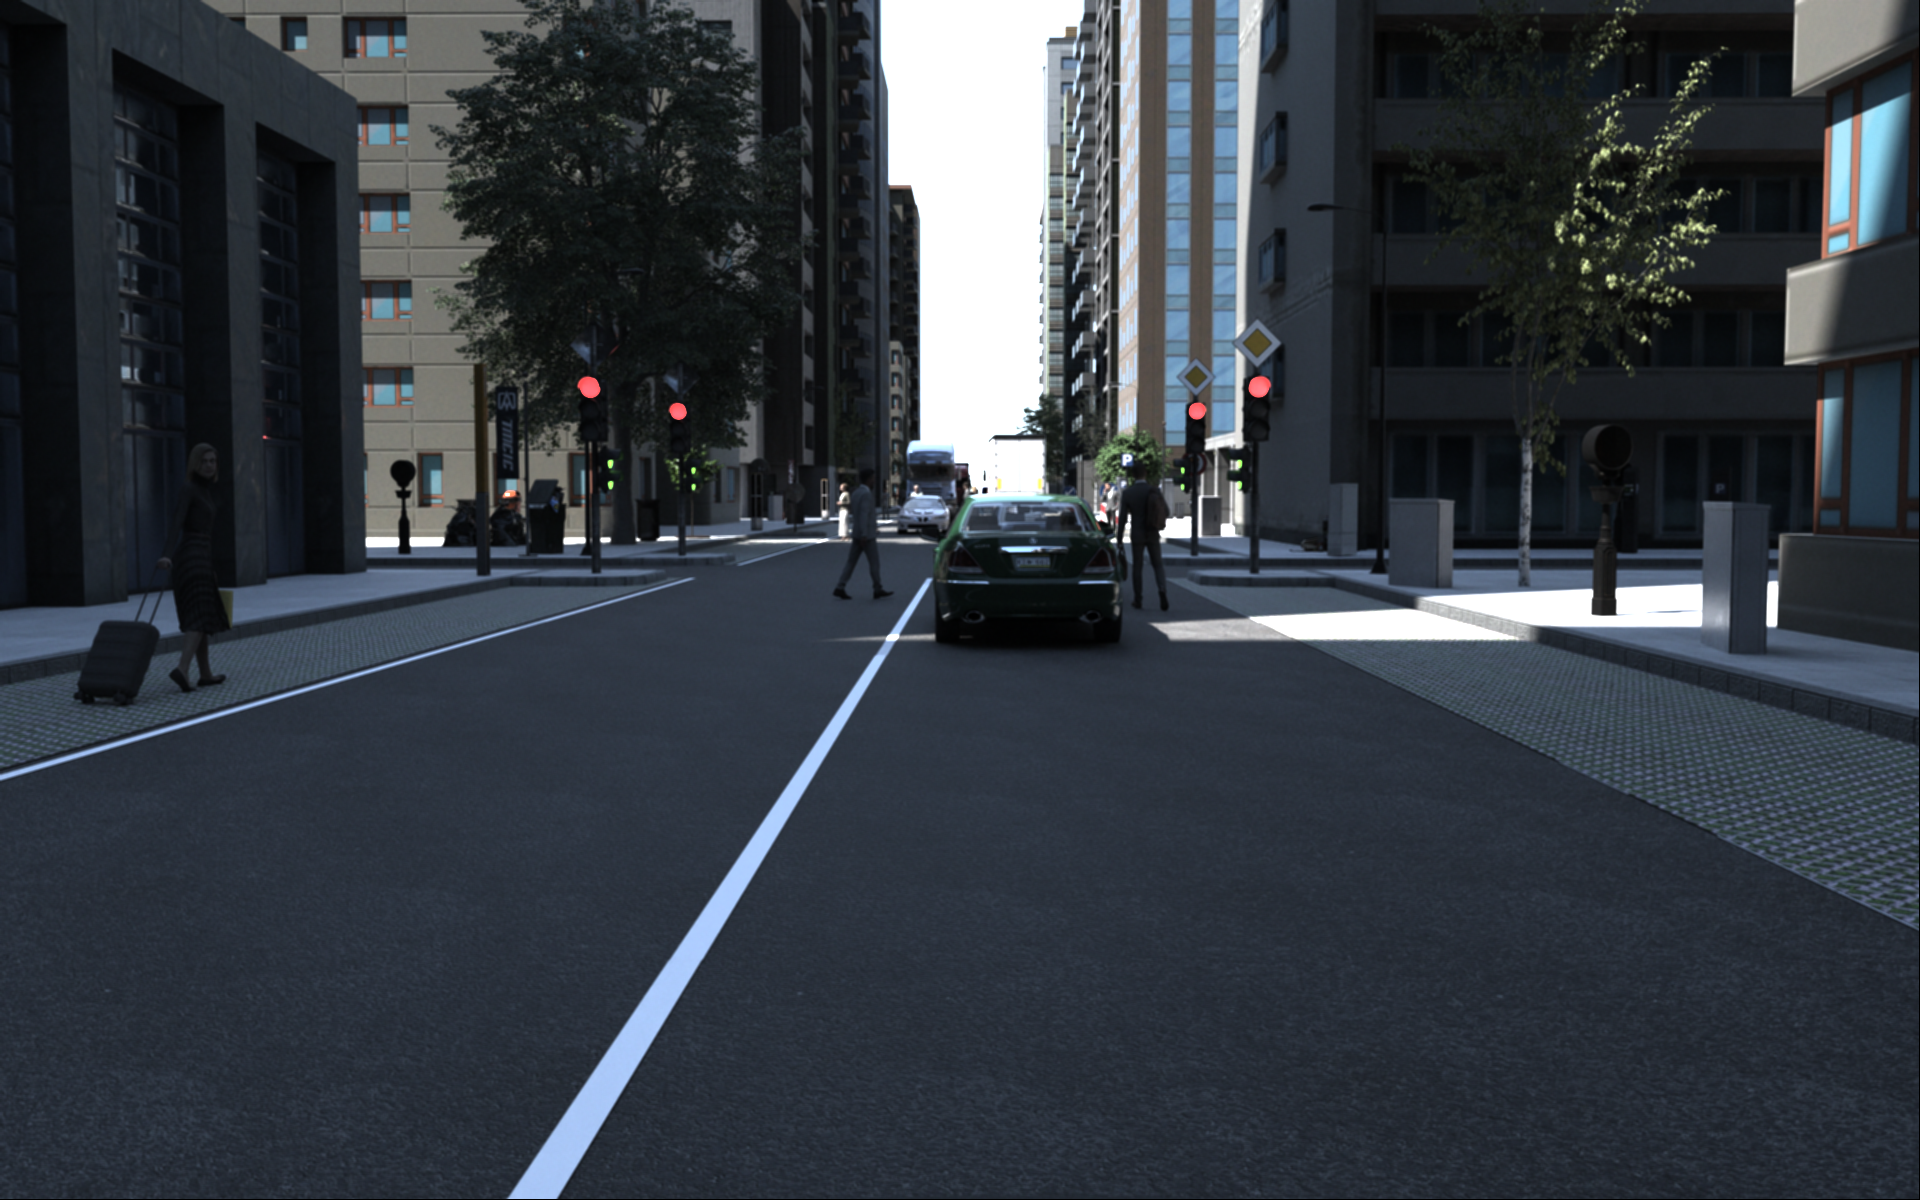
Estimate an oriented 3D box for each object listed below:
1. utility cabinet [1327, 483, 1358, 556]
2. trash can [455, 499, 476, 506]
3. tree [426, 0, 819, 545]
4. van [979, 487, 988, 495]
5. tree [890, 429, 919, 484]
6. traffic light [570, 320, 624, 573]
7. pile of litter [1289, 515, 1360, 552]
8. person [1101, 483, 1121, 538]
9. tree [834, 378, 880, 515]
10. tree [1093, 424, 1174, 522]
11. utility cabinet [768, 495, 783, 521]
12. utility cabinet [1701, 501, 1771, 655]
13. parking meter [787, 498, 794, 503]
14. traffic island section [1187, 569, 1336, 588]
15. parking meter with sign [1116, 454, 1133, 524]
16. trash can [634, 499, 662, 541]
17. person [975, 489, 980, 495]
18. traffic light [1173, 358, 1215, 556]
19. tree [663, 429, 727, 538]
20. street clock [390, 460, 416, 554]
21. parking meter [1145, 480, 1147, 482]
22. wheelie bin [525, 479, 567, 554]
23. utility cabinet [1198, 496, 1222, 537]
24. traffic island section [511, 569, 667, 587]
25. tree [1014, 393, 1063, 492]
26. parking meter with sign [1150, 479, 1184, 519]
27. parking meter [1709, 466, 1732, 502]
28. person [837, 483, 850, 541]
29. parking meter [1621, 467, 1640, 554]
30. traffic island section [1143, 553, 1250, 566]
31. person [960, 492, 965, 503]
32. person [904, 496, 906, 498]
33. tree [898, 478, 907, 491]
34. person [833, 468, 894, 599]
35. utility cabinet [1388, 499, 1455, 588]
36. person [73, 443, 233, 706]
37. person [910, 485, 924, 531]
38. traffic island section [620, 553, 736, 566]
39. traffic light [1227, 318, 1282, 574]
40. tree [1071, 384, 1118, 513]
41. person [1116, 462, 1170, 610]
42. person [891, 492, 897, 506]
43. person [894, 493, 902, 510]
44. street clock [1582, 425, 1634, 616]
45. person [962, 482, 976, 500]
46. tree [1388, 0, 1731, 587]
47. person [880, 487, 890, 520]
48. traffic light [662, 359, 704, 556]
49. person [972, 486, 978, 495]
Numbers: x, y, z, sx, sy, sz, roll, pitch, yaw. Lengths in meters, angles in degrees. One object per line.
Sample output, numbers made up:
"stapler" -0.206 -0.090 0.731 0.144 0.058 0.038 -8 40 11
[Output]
"utility cabinet" 7.928 -1.666 35.913 0.318 1.500 1.173 2 4 28
"trash can" -13.122 -2.125 46.392 0.748 1.137 0.748 0 3 0
"tree" -8.473 -8.385 43.751 9.857 13.997 8.962 0 3 0
"van" 2.601 -8.367 141.176 2.240 2.365 5.245 0 4 0
"tree" -6.103 -14.571 188.605 4.360 8.622 3.978 0 3 0
"traffic light" -5.879 -2.388 27.963 0.839 4.253 0.868 0 4 1
"pile of litter" 8.176 -1.519 38.808 1.719 0.858 1.176 0 4 -2
"person" 4.896 -2.905 56.185 0.592 1.802 0.473 3 5 41
"tree" -7.420 -9.664 108.361 4.737 8.622 4.395 0 3 0
"tree" 7.954 -5.818 78.835 4.285 4.588 4.351 0 3 0
"utility cabinet" -8.863 -4.405 83.182 0.306 1.237 1.020 1 4 22
"utility cabinet" 6.411 -0.194 14.327 0.306 1.237 1.020 1 4 11
"parking meter" -8.030 -4.501 82.005 0.372 1.533 0.369 0 3 0
"traffic island section" 4.772 -0.346 27.945 2.009 0.180 2.903 0 4 1
"parking meter with sign" 7.105 -4.852 75.589 0.543 3.016 1.738 0 4 -7
"trash can" -8.532 -2.186 47.399 0.748 1.137 0.748 0 3 0
"person" 1.027 -5.218 94.645 0.643 1.720 0.563 1 4 18
"traffic light" 4.843 -2.868 35.816 0.839 4.253 0.868 0 4 1
"tree" -7.918 -3.420 50.513 1.663 3.219 1.824 0 3 0
"street clock" -11.893 -1.985 37.032 0.471 2.002 0.358 1 4 8
"parking meter" 7.793 -4.185 74.130 0.399 1.863 0.255 2 4 35
"wheelie bin" -8.910 -1.796 37.273 0.980 1.594 0.693 2 4 29
"utility cabinet" 7.539 -2.532 52.564 0.306 1.237 1.020 3 5 44
"traffic island section" -5.918 -0.356 28.098 2.009 0.180 2.903 0 4 1
"tree" 9.441 -16.852 193.662 7.486 12.596 7.792 0 3 0
"parking meter with sign" 10.511 -5.611 88.002 1.738 3.016 0.543 -1 4 -9
"parking meter" 16.081 -1.893 36.658 0.399 1.863 0.255 2 4 32
"person" -3.579 -2.691 53.045 0.362 1.759 0.519 -2 4 -31
"parking meter" 14.484 -1.939 37.414 0.255 1.863 0.399 3 4 36
"traffic island section" 4.883 -0.835 35.930 2.009 0.180 2.903 0 4 1
"person" 0.230 -8.541 149.617 0.415 1.643 0.593 2 4 32
"person" -3.968 -8.071 140.477 1.348 1.821 0.705 0 4 -4
"tree" -6.060 -11.623 184.635 1.663 3.219 1.824 0 3 0
"person" -1.332 -0.910 23.661 0.850 1.792 0.678 -2 4 -28
"utility cabinet" 6.390 -0.786 24.005 0.306 1.237 1.020 -2 4 -26
"person" -5.690 -0.221 12.339 0.699 1.804 1.509 1 4 19
"person" -1.716 -3.523 66.592 0.782 1.767 0.515 0 4 1
"traffic island section" -5.807 -0.844 36.083 2.009 0.180 2.903 0 4 1
"traffic light" 4.732 -2.380 27.832 0.839 4.253 0.868 0 4 1
"tree" 9.411 -10.191 116.991 4.360 8.622 3.978 0 3 0
"person" 2.280 -0.799 21.521 0.622 1.834 0.822 -1 4 -9
"person" -7.188 -11.255 193.341 1.217 1.723 0.721 3 4 36
"person" -4.864 -7.839 137.469 0.742 1.727 0.445 -2 4 -24
"street clock" 6.789 -0.834 18.204 0.471 2.002 0.358 -1 4 -14
"person" 0.277 -2.990 57.343 0.822 1.834 0.622 0 4 -1
"tree" 8.069 -4.489 23.758 4.737 8.622 4.395 0 3 0
"person" -4.093 -5.241 94.374 0.511 1.800 0.466 1 4 11
"traffic light" -5.767 -2.876 35.947 0.839 4.253 0.868 0 4 1
"person" 0.873 -4.052 74.965 0.699 1.804 1.509 -3 4 -38
